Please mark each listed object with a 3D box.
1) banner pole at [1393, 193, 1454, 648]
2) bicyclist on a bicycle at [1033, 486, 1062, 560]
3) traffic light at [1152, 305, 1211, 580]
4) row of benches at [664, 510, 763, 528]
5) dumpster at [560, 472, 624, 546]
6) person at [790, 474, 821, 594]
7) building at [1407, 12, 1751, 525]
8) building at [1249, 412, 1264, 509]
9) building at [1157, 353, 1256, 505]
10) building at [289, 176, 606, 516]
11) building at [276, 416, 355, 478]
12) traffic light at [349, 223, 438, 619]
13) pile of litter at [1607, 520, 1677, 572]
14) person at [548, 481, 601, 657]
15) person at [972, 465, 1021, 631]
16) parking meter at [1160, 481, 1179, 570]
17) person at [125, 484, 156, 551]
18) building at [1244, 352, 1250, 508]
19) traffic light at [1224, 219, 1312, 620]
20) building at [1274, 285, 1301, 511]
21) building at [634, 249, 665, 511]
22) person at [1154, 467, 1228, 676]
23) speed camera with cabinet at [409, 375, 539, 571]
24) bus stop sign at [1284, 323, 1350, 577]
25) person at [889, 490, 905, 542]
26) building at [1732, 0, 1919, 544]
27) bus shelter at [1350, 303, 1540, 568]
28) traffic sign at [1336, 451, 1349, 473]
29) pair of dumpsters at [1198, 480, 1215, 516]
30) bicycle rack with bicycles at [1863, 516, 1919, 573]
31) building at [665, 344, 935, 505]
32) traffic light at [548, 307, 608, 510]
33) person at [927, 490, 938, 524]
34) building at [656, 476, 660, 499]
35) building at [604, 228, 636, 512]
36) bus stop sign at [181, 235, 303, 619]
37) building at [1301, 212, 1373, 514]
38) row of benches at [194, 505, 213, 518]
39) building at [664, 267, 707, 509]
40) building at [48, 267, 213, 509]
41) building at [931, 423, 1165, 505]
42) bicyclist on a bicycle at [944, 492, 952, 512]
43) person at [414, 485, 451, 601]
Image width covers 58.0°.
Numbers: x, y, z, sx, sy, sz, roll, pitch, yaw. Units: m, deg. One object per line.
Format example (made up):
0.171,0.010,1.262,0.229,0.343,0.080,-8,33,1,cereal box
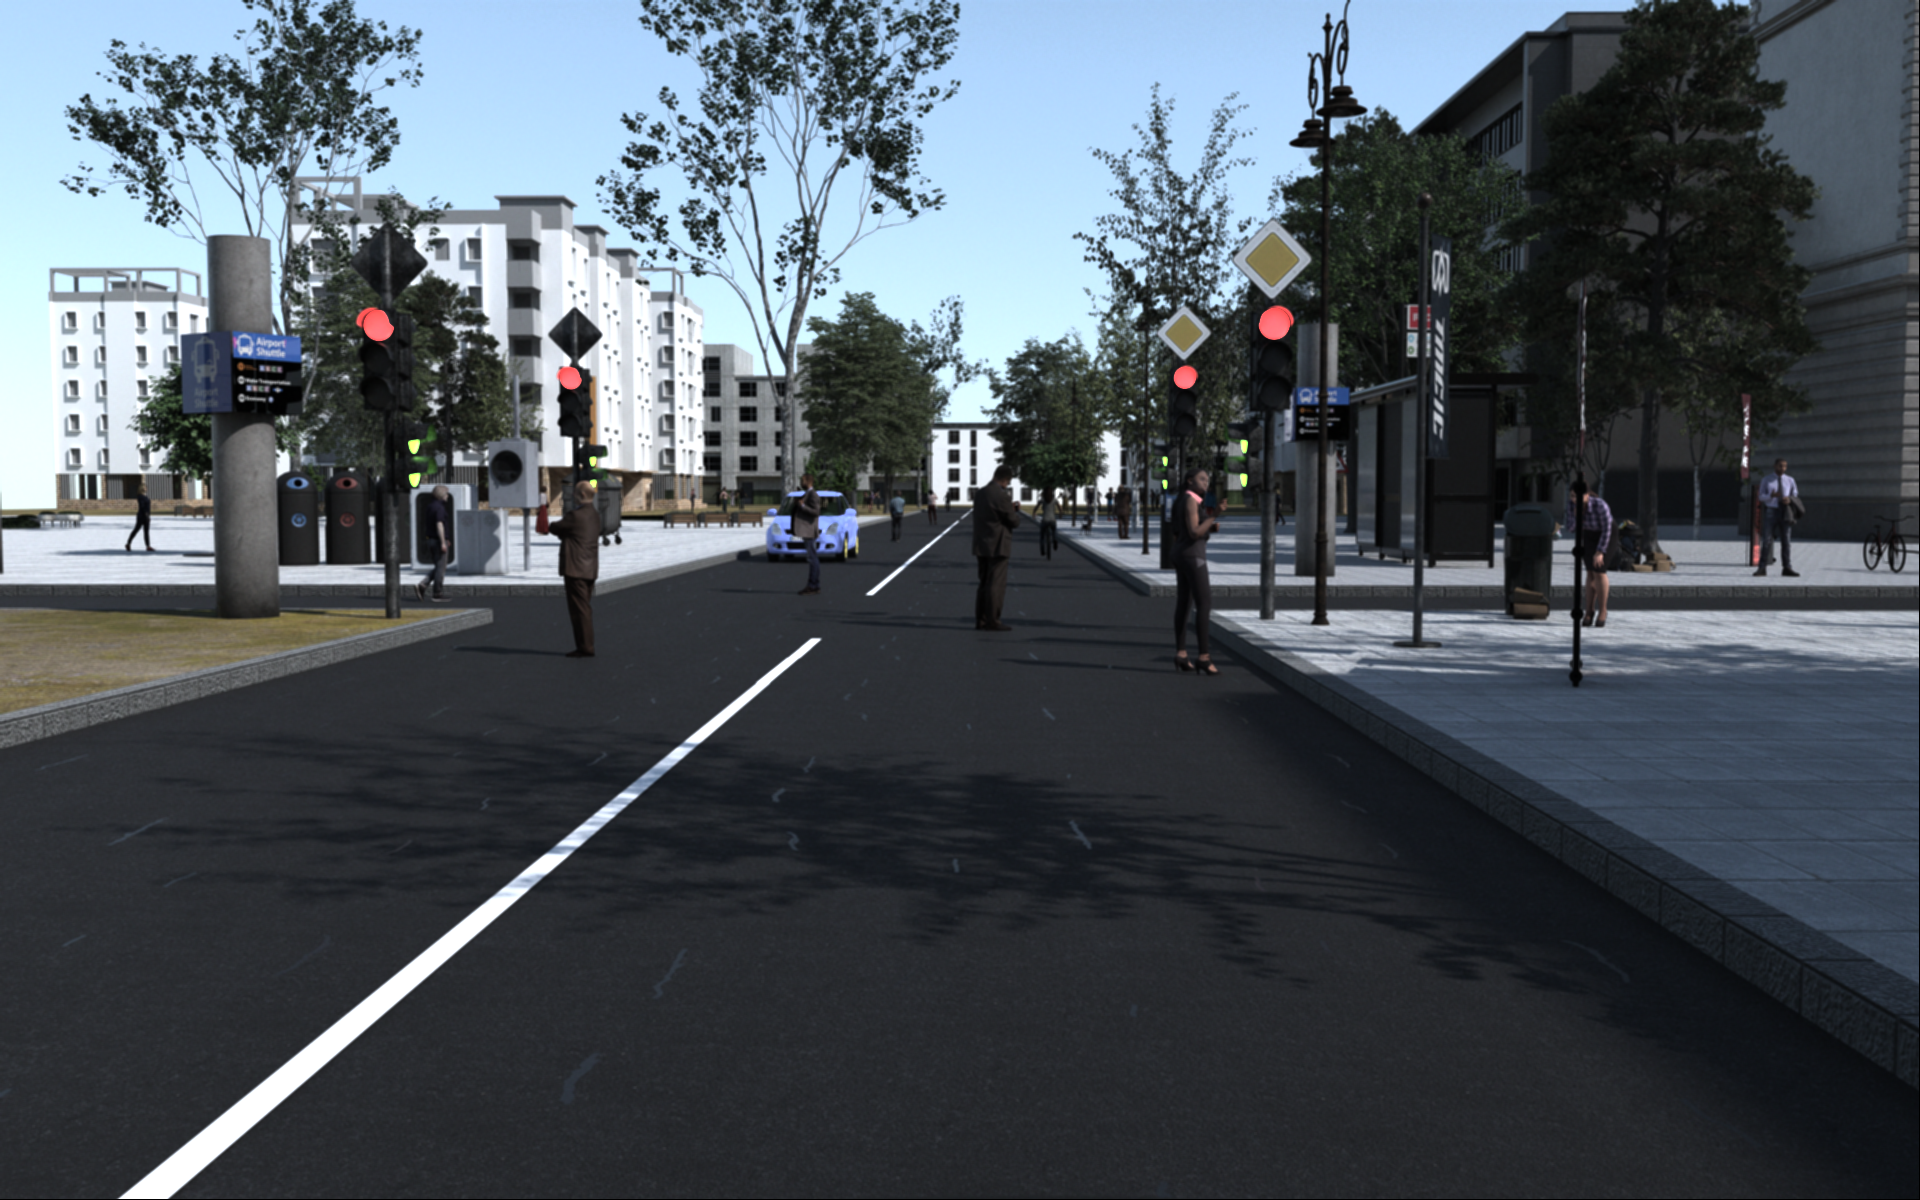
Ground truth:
3.995,-1.508,14.677,0.401,3.779,0.863,3,4,37,banner pole
1.922,-1.695,37.731,1.499,1.676,1.625,0,4,1,bicyclist on a bicycle
3.269,-2.224,25.602,0.839,4.213,0.868,0,4,1,traffic light
-9.528,-3.121,66.496,4.104,0.672,1.422,-3,4,-36,row of benches
-9.214,-2.297,43.313,1.264,1.857,1.865,0,4,1,dumpster
-2.218,-0.950,24.854,0.431,1.722,0.655,0,4,-5,person
30.550,-16.286,85.342,14.314,24.678,30.058,0,4,1,building
32.620,-17.361,140.279,16.016,20.091,11.380,0,4,1,building
40.610,-21.104,211.500,31.486,18.905,16.747,0,4,1,building
-31.558,-15.379,107.874,16.016,20.091,11.380,0,4,1,building
-49.548,-13.010,154.864,28.070,9.664,9.099,0,4,1,building
-5.834,-1.744,17.762,0.839,4.213,0.868,0,4,1,traffic light
11.501,-0.924,29.068,1.719,0.858,1.176,-2,4,-33,pile of litter
-3.382,-0.274,15.250,0.388,1.546,0.482,1,4,16,person
0.405,-0.556,18.271,0.565,1.739,0.600,2,4,29,person
3.598,-1.288,29.468,0.372,1.533,0.369,0,3,0,parking meter
-18.507,-1.864,39.065,0.613,1.512,0.480,-2,4,-28,person
33.269,-18.076,151.958,16.016,20.091,11.380,0,4,1,building
3.126,-1.735,17.618,0.839,4.213,0.868,0,4,1,traffic light
32.362,-16.667,128.923,16.016,20.091,11.380,0,4,1,building
-31.725,-16.806,131.201,16.016,20.091,11.380,0,4,1,building
1.931,-0.237,13.852,0.593,1.643,0.415,3,5,41,person
-8.091,-2.109,28.815,2.038,3.252,0.660,0,4,7,speed camera with cabinet
5.553,-2.323,26.994,0.837,3.901,0.837,0,4,-1,bus stop sign
-1.911,-2.534,52.136,0.499,1.552,0.429,1,4,13,person
33.440,-13.428,48.421,19.941,23.489,11.050,0,4,1,building
9.003,-3.456,34.145,2.179,5.291,8.768,0,4,1,bus shelter
9.322,-2.660,43.493,0.884,2.594,0.081,0,4,8,traffic sign
11.126,-4.879,82.257,1.574,2.255,4.436,0,4,1,pair of dumpsters
16.187,-0.888,27.897,2.852,0.926,2.925,1,4,12,bicycle rack with bicycles
-19.056,-21.146,212.188,31.486,18.905,16.747,0,4,1,building
-5.691,-2.232,25.745,0.839,4.213,0.868,0,4,1,traffic light
-1.329,-4.410,82.059,0.517,1.644,0.566,3,5,44,person
-50.533,-21.193,212.963,31.486,18.905,16.747,0,4,1,building
-31.889,-16.112,119.843,16.016,20.091,11.380,0,4,1,building
-7.429,-1.770,17.960,0.837,3.901,0.837,2,4,31,bus stop sign
32.195,-15.911,116.566,16.016,20.091,11.380,0,4,1,building
-40.584,-4.857,94.879,1.422,0.672,4.104,1,4,9,row of benches
-28.756,-18.031,151.221,11.380,20.091,16.016,0,4,1,building
-69.704,-18.036,151.315,11.380,20.091,16.016,0,4,1,building
10.647,-16.259,207.980,28.070,9.664,9.099,0,4,1,building
-0.990,-7.944,139.904,1.499,1.676,1.625,0,4,2,bicyclist on a bicycle
-7.033,-0.761,23.152,0.471,1.553,0.569,0,4,-1,person
